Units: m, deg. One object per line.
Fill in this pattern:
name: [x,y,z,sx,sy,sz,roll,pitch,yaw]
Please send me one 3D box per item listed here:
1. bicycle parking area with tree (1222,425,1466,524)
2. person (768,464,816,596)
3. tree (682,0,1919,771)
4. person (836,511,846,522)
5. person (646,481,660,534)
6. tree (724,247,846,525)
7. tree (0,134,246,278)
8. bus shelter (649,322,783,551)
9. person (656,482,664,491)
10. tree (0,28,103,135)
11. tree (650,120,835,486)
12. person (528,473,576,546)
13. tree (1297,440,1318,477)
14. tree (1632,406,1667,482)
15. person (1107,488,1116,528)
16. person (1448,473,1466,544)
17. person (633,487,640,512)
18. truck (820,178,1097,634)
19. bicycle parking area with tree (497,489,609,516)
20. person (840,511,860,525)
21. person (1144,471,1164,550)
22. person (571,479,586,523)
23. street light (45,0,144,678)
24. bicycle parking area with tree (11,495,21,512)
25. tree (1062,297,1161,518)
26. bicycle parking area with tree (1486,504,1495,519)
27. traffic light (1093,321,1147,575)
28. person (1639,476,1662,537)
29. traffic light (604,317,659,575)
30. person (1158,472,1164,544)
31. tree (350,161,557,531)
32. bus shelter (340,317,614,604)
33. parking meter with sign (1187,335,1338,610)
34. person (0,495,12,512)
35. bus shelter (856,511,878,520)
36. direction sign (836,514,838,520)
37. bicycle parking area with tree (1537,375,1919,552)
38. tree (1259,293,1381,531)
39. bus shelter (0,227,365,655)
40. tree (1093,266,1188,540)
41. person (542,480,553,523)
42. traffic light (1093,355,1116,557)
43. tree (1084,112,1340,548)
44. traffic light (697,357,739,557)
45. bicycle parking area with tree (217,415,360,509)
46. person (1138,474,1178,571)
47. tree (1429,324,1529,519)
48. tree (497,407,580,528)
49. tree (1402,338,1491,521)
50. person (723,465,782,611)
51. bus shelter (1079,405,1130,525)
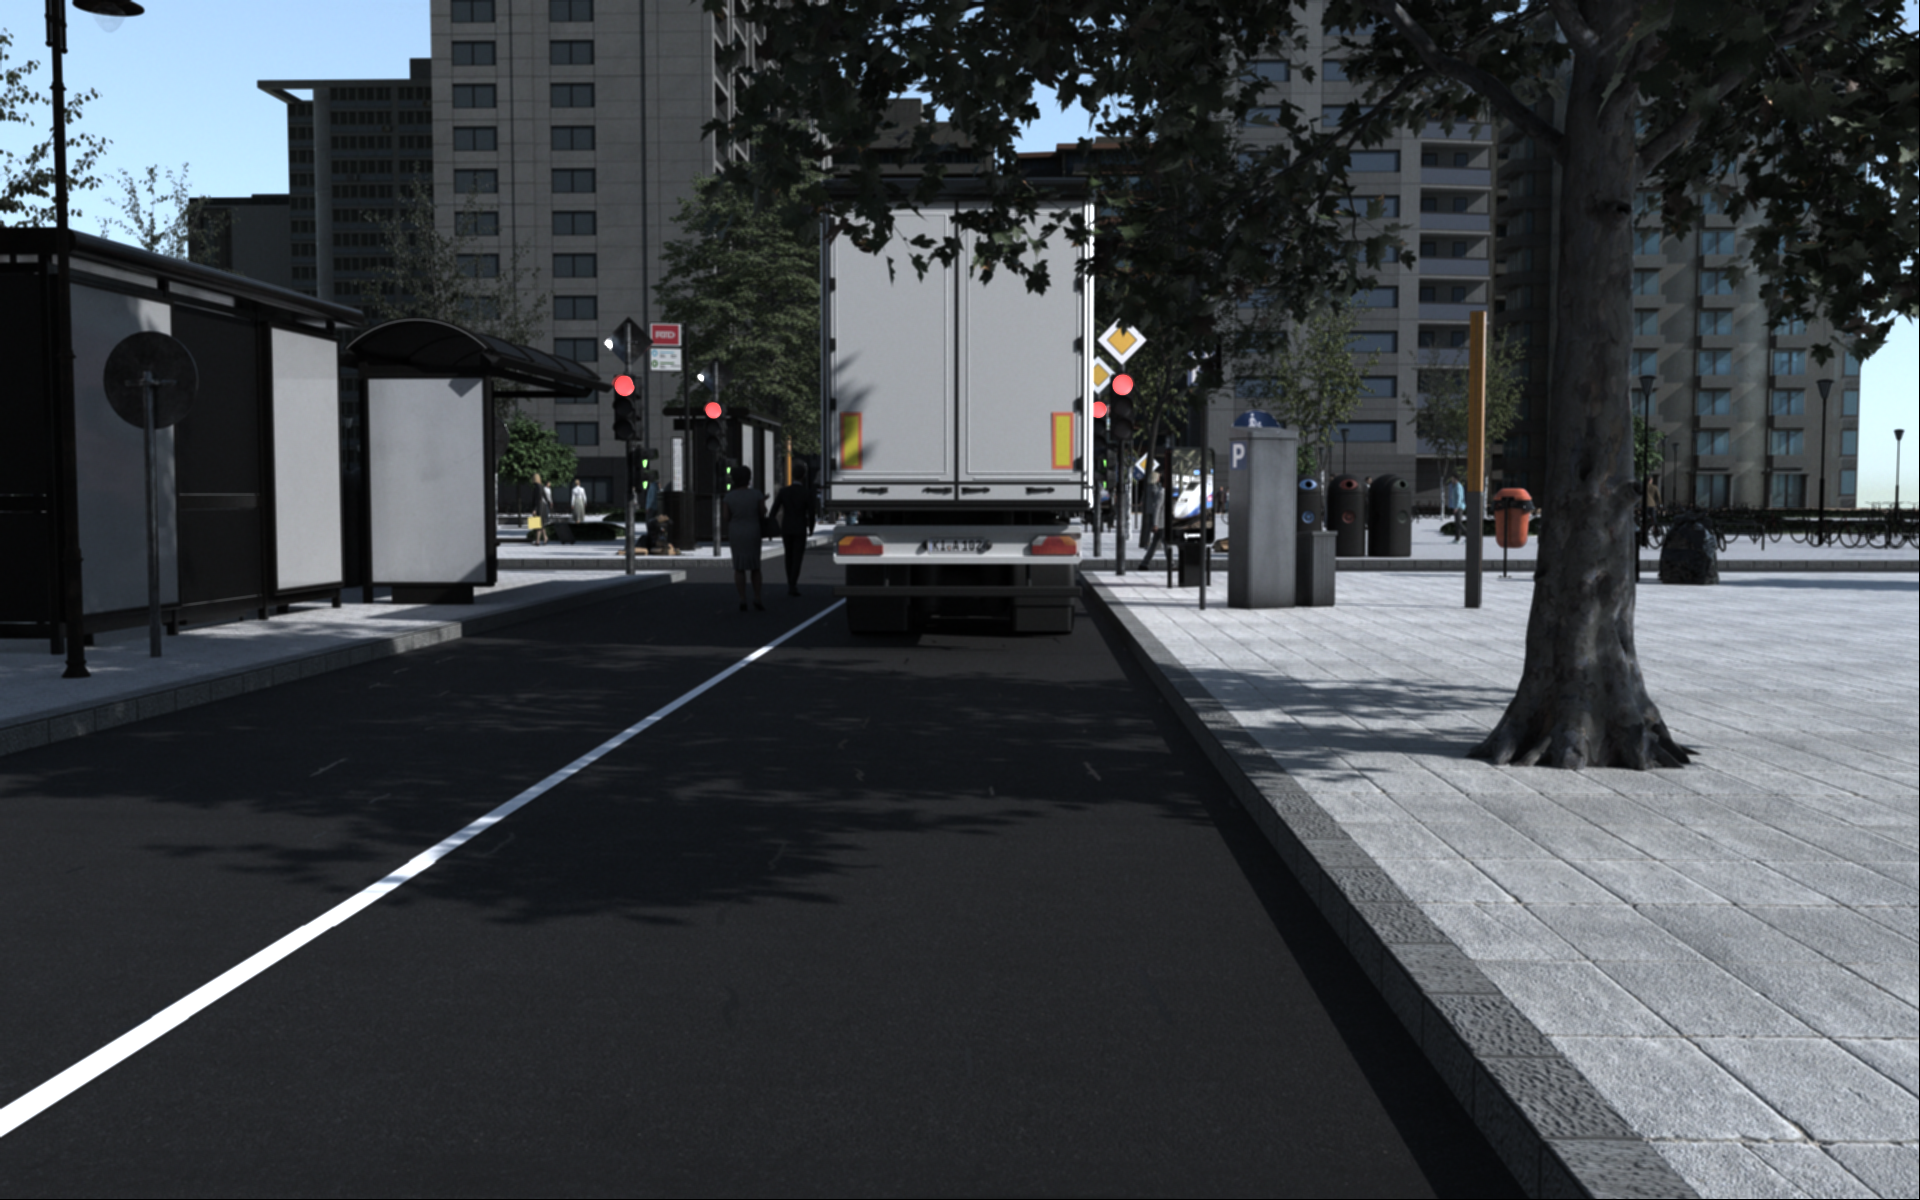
bicycle parking area with tree: [15.538,-5.337,74.259,9.016,4.147,8.231,3,5,43]
person: [-2.336,-0.993,24.513,0.659,1.850,0.755,1,4,12]
tree: [3.147,-5.568,8.050,9.611,12.733,9.660,0,3,0]
person: [-5.403,-4.229,79.457,0.475,1.303,0.640,2,4,32]
person: [-7.662,-2.303,43.552,0.748,1.841,0.638,1,4,12]
tree: [-5.321,-9.941,72.903,12.009,13.543,11.850,0,3,0]
tree: [-17.777,-5.352,37.868,4.360,8.622,3.978,0,3,0]
bus shelter: [-6.088,-4.011,43.213,2.179,5.291,8.768,0,4,2]
person: [-12.615,-4.096,73.192,0.592,1.802,0.473,-2,4,-34]
tree: [-12.588,-4.276,20.283,4.360,8.622,3.978,0,3,0]
tree: [-5.680,-8.227,52.636,7.486,12.596,7.792,0,3,0]
person: [-10.239,-2.264,43.281,0.699,1.804,1.509,3,4,37]
tree: [18.315,-6.871,96.052,4.285,4.588,4.351,0,3,0]
tree: [21.852,-4.555,58.188,4.285,4.588,4.351,0,3,0]
person: [5.736,-3.624,65.474,0.473,1.802,0.592,2,4,27]
person: [12.934,-2.366,44.739,0.620,1.820,0.660,1,4,13]
person: [-15.609,-4.679,82.726,0.728,1.800,0.709,0,4,-5]
truck: [0.072,-1.963,21.013,2.839,4.237,11.283,0,4,1]
bicycle parking area with tree: [-24.930,-7.118,103.379,9.016,4.147,8.231,0,4,8]
person: [-2.971,-2.346,47.197,0.721,1.781,0.623,-2,4,-26]
person: [4.481,-2.041,39.598,0.526,1.800,0.537,0,4,-3]
person: [-13.534,-3.369,61.356,0.478,1.798,0.641,0,4,7]
street light: [-6.198,-2.396,11.968,0.468,5.910,1.993,0,4,2]
bicycle parking area with tree: [-36.235,-4.546,61.322,9.016,4.147,8.231,-3,5,-43]
tree: [5.796,-11.154,92.743,12.009,13.543,11.850,0,3,0]
bicycle parking area with tree: [26.874,-6.470,92.784,9.016,4.147,8.231,1,4,21]
traffic light: [2.520,-2.345,27.266,0.839,4.253,0.868,0,4,2]
person: [20.813,-2.829,52.204,0.656,1.842,0.836,-1,4,-22]
traffic light: [-5.237,-2.360,27.503,0.839,4.253,0.868,0,4,2]
person: [5.207,-2.311,43.668,0.795,1.843,0.661,-1,4,-10]
tree: [-11.491,-5.441,39.327,4.360,8.622,3.978,0,3,0]
bus shelter: [-6.140,-1.754,22.594,2.014,3.302,5.546,0,4,2]
parking meter with sign: [3.430,-1.420,19.483,1.738,3.016,0.543,-2,4,-26]
person: [-15.841,-1.323,28.515,0.563,1.720,0.643,3,5,44]
bus shelter: [-4.545,-5.780,85.786,1.731,3.624,6.357,0,4,2]
direction sign: [-6.000,-5.635,84.126,0.379,3.537,0.876,0,4,6]
bicycle parking area with tree: [19.163,-3.401,42.616,8.231,4.147,9.016,0,4,-2]
tree: [11.718,-6.480,56.309,4.737,8.622,4.395,0,3,0]
bus shelter: [-7.933,-2.295,15.161,2.179,5.291,8.768,0,4,2]
tree: [4.948,-5.993,48.343,4.737,8.622,4.395,0,3,0]
person: [-16.936,-3.961,70.659,0.795,1.843,0.661,1,4,22]
traffic light: [2.781,-2.833,35.247,0.839,4.253,0.868,0,4,2]
tree: [4.359,-6.484,40.426,8.767,10.594,7.601,0,4,0]
traffic light: [-4.977,-2.848,35.484,0.839,4.253,0.868,0,4,2]
bicycle parking area with tree: [-24.493,-4.582,61.926,8.231,4.147,9.016,-2,4,-23]
person: [3.623,-1.368,31.135,0.850,1.792,0.678,0,4,6]
tree: [22.737,-7.635,75.195,4.737,8.622,4.395,0,3,0]
tree: [-16.619,-5.009,65.613,4.285,4.588,4.351,0,3,0]
tree: [22.693,-7.998,81.131,4.360,8.622,3.978,0,3,0]
person: [-2.554,-0.764,21.347,0.716,1.782,0.532,0,4,-3]
bus shelter: [6.120,-5.985,75.487,2.179,5.291,8.768,0,4,2]
